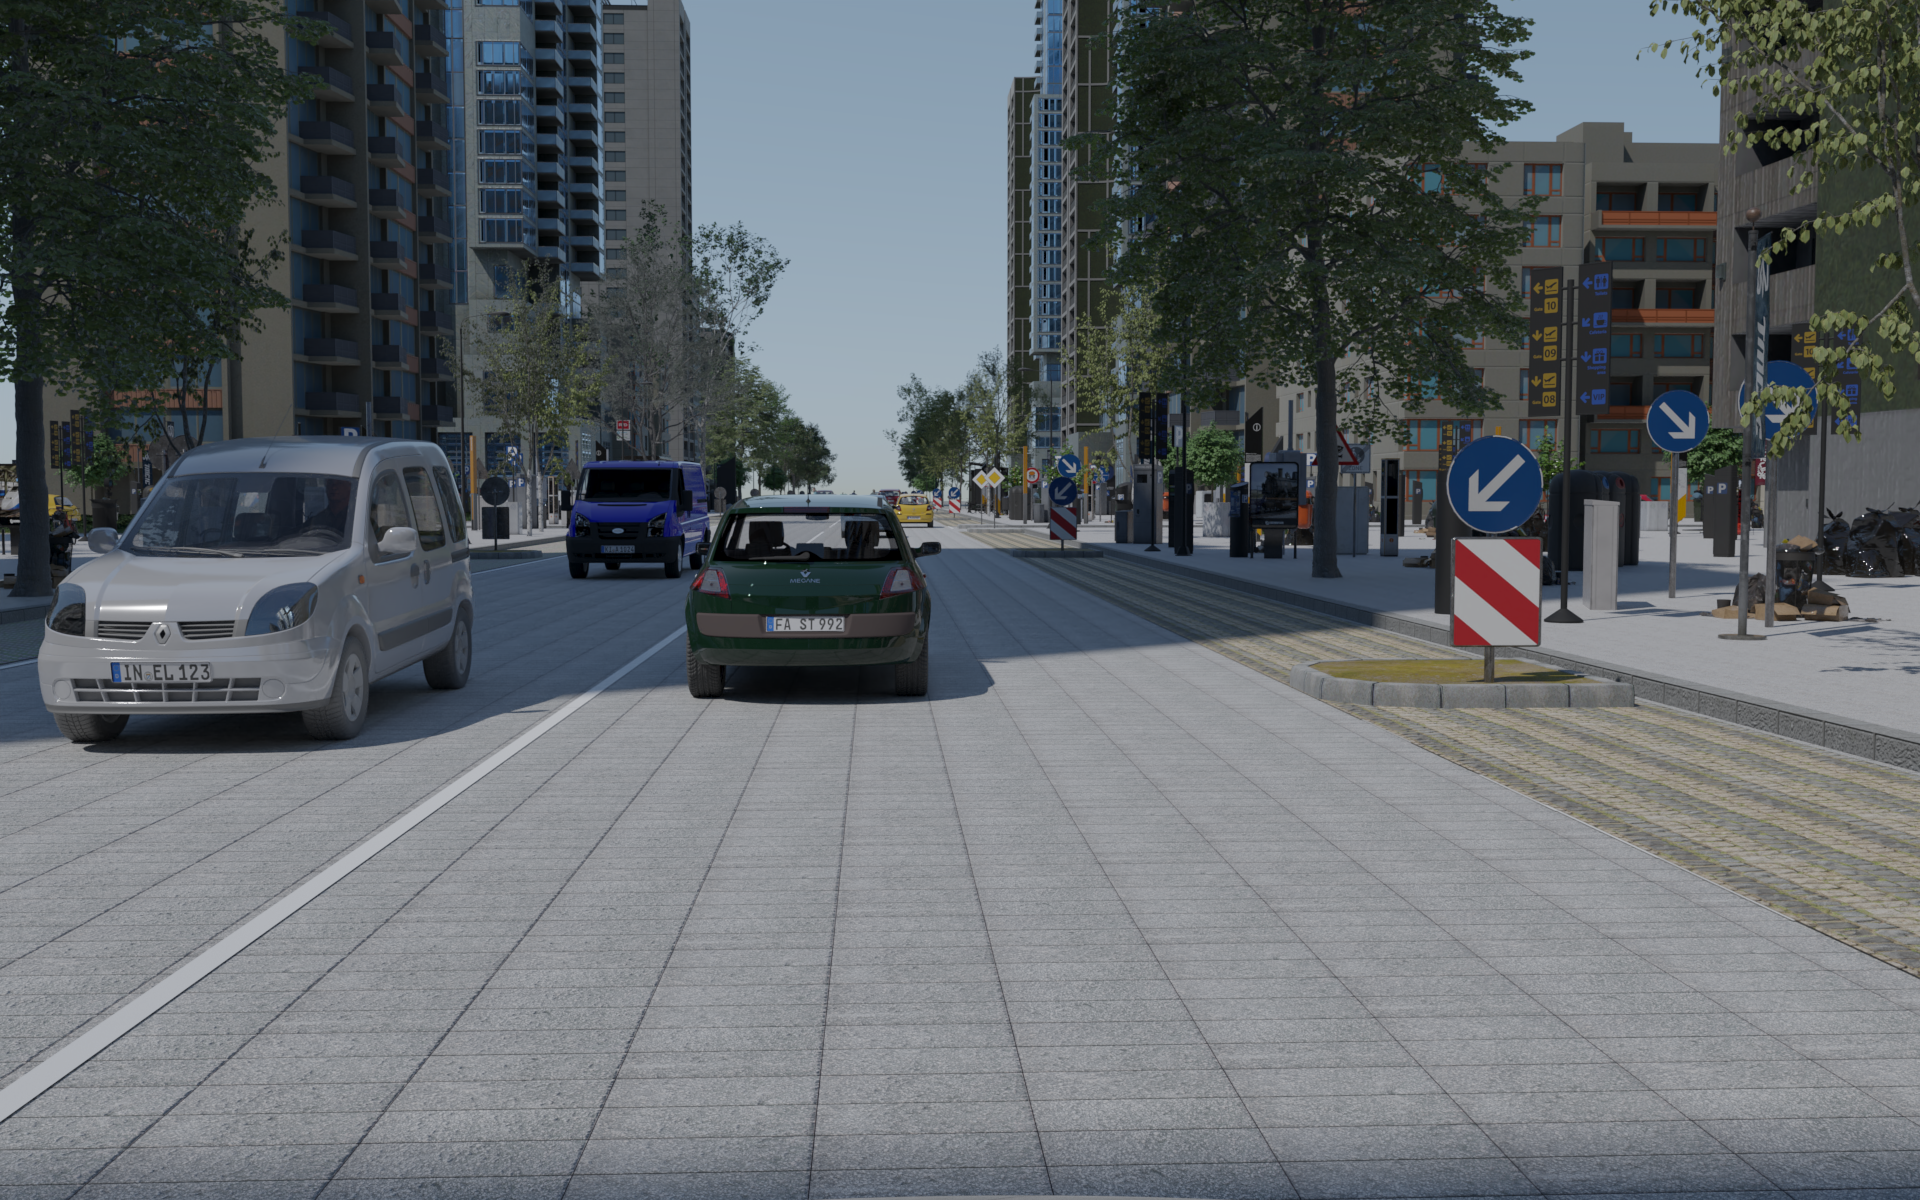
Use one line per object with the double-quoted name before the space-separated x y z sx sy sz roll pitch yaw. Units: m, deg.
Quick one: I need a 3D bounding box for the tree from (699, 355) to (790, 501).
"tree" -17.697 -13.702 142.157 7.486 12.596 7.792 0 3 0

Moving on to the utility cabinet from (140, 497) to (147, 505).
"utility cabinet" -15.167 -1.354 33.297 1.020 1.237 0.306 0 4 -4

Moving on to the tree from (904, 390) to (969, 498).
"tree" -2.380 -16.546 188.648 7.486 12.596 7.792 0 3 0

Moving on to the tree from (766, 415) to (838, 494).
"tree" -23.442 -20.046 244.763 9.611 12.733 9.660 0 3 0

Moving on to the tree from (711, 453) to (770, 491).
"tree" -17.881 -9.235 134.702 4.285 4.588 4.351 0 3 0

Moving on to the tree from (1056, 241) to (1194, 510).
"tree" 4.882 -6.034 49.015 4.737 8.622 4.395 0 3 0

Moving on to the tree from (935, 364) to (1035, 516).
"tree" 1.881 -9.096 99.085 4.737 8.622 4.395 0 3 0

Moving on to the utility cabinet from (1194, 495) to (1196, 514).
"utility cabinet" 14.997 -5.982 108.962 1.020 1.237 0.306 -1 4 -19

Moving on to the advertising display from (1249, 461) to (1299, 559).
"advertising display" 6.236 -1.786 34.419 0.974 1.923 0.123 1 4 12

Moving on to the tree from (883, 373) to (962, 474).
"tree" -5.615 -25.214 268.137 12.611 20.169 13.585 0 3 0

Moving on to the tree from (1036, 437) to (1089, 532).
"tree" 3.682 -3.935 58.934 1.663 3.219 1.824 0 3 0

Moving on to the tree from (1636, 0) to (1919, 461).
"tree" 6.808 -3.739 11.493 4.737 8.622 4.395 0 3 0

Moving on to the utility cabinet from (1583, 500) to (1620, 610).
"utility cabinet" 7.251 -0.515 19.587 0.306 1.237 1.020 1 4 15

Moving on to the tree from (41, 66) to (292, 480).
"tree" -13.350 -4.859 29.814 4.360 8.622 3.978 0 3 0

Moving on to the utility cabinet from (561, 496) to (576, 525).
"utility cabinet" -15.924 -3.672 71.199 1.020 1.237 0.306 2 4 29

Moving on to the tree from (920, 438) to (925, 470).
"tree" -1.969 -13.928 178.089 4.737 8.622 4.395 0 3 0

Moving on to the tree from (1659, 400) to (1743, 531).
"tree" 26.208 -4.710 60.723 4.285 4.588 4.351 0 3 0

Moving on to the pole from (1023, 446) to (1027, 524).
"pole" 2.783 -4.898 73.930 0.158 3.312 0.155 0 3 0

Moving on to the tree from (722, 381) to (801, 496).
"tree" -18.301 -14.241 158.595 9.928 11.665 9.643 0 3 0

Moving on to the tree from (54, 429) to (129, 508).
"tree" -41.293 -6.028 82.272 4.285 4.588 4.351 0 3 0

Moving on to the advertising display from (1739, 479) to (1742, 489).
"advertising display" 34.183 -4.348 76.295 0.123 1.923 0.974 0 4 -8

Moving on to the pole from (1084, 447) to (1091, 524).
"pole" 5.431 -4.935 74.533 0.158 3.312 0.155 0 3 0

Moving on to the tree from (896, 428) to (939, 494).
"tree" -6.396 -23.479 290.536 9.857 13.997 8.962 0 3 0

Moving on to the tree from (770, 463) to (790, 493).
"tree" -19.171 -11.946 179.024 4.285 4.588 4.351 0 3 0

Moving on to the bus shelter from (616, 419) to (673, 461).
"bus shelter" -17.528 -7.238 95.965 2.179 5.291 8.768 0 4 -3

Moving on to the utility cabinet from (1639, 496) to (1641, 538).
"utility cabinet" 19.291 -2.405 50.490 0.306 1.237 1.020 -3 5 -42

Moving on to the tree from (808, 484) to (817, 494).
"tree" -25.952 -21.360 299.600 4.737 8.622 4.395 0 3 0

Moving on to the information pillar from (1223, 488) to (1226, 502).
"information pillar" 12.889 -5.690 84.380 0.183 3.616 0.504 1 4 11

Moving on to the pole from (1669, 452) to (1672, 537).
"pole" 21.418 -3.554 51.943 0.158 3.312 0.155 0 3 0

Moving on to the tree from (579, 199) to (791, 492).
"tree" -17.689 -15.674 112.154 12.611 20.169 13.585 0 3 0

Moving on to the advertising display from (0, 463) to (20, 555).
"advertising display" -19.801 -1.907 36.400 0.974 1.923 0.123 1 4 19

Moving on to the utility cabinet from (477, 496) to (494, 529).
"utility cabinet" -17.093 -3.177 63.108 1.020 1.237 0.306 0 4 5

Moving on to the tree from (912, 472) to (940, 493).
"tree" -4.224 -16.165 248.013 4.285 4.588 4.351 0 3 0

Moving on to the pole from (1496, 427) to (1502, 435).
"pole" 16.269 -3.582 52.409 0.158 3.312 0.155 0 3 0

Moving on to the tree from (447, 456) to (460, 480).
"tree" -23.041 -5.009 76.498 1.663 3.219 1.824 0 3 0

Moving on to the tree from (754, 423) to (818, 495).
"tree" -21.672 -16.836 209.683 8.767 10.594 7.601 -2 4 -33

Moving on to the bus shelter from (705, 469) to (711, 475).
"bus shelter" -19.240 -8.038 125.337 2.014 3.302 5.546 0 4 -3

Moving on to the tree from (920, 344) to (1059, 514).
"tree" 1.768 -10.638 108.351 8.767 10.594 7.601 0 4 -7

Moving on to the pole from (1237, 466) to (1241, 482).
"pole" 17.824 -7.151 110.755 0.158 3.312 0.155 0 3 0

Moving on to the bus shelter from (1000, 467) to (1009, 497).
"bus shelter" 3.055 -9.395 144.884 1.731 3.624 6.357 0 4 -3

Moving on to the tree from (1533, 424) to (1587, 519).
"tree" 16.310 -3.284 48.292 1.663 3.219 1.824 0 3 0

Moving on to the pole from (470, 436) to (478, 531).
"pole" -17.021 -4.085 60.626 0.158 3.312 0.155 0 3 0

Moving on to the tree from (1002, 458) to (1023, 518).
"tree" 2.949 -6.095 94.253 1.663 3.219 1.824 0 3 0

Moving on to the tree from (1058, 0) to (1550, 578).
"tree" 5.219 -6.615 26.281 7.486 12.596 7.792 0 3 0

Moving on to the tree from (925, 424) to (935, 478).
"tree" -0.199 -12.555 155.637 4.737 8.622 4.395 0 3 0

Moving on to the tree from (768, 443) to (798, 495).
"tree" -22.306 -16.357 217.796 4.360 8.622 3.978 0 3 0

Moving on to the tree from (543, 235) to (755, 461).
"tree" -14.892 -10.583 83.403 12.009 13.543 11.850 0 3 0

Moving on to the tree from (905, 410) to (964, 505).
"tree" -2.667 -17.172 206.518 9.928 11.665 9.643 0 3 0

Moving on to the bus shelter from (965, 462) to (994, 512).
"bus shelter" 1.415 -8.451 129.459 1.731 3.624 6.357 0 4 -3
